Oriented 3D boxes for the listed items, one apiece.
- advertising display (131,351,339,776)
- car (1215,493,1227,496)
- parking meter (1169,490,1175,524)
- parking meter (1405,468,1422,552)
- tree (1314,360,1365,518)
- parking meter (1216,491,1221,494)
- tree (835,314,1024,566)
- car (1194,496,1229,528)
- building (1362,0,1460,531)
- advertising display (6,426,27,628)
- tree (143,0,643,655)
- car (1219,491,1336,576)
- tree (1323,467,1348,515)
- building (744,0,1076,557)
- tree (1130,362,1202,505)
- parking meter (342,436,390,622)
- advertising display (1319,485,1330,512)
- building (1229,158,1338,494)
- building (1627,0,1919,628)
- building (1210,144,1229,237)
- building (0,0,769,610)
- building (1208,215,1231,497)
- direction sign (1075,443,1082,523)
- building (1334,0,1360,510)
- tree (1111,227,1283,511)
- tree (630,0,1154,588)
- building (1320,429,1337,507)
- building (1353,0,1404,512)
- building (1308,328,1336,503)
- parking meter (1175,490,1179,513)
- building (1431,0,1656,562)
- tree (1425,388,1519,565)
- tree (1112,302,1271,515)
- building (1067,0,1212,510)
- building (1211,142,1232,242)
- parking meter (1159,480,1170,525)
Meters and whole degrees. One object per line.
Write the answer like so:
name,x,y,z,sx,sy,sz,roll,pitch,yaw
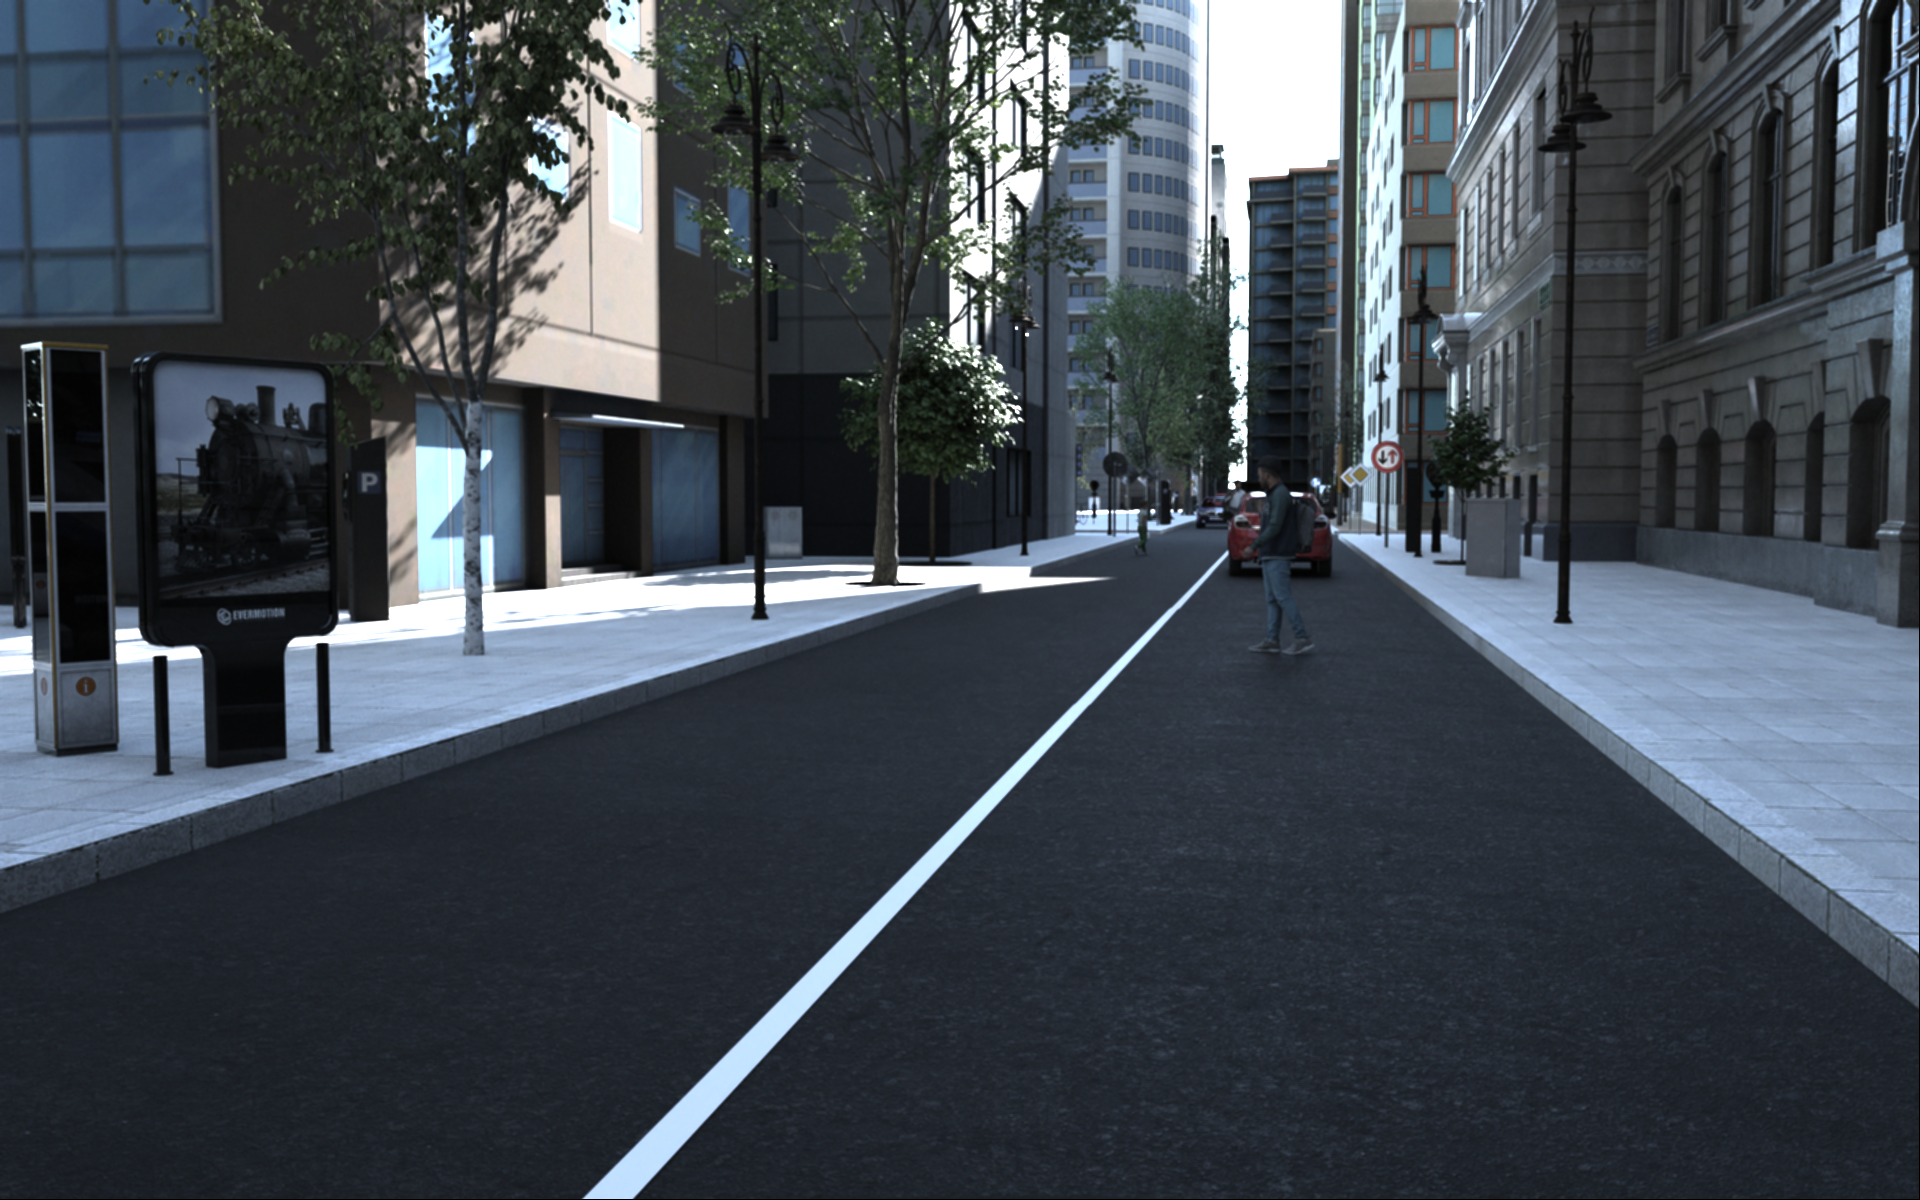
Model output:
advertising display,-3.406,-0.183,8.212,0.123,1.923,0.974,2,4,34
car,13.865,-4.930,89.641,2.155,1.783,4.494,1,4,11
parking meter,8.817,-4.005,73.893,0.372,1.533,0.369,0,3,0
parking meter,10.061,-1.999,38.389,0.255,1.863,0.399,2,4,31
tree,21.400,-8.797,94.199,4.360,8.622,3.978,0,3,0
parking meter,19.915,-7.658,133.625,0.372,1.533,0.369,0,3,0
tree,-0.424,-2.914,31.366,4.285,4.588,4.351,0,3,0
car,10.944,-3.721,73.419,1.945,1.354,3.894,1,4,11
building,32.150,-13.841,71.341,28.899,21.520,27.650,1,4,11
advertising display,-9.196,-0.714,16.893,0.123,1.923,0.974,-2,4,-28
tree,-4.074,-3.875,13.722,4.737,8.622,4.395,0,3,0
car,5.828,-1.389,31.749,2.155,1.783,4.494,1,4,9
tree,23.502,-6.866,106.861,1.663,3.219,1.824,0,3,0
building,-8.328,-37.100,44.831,20.611,71.187,20.563,1,4,11
tree,11.429,-8.835,94.816,4.737,8.622,4.395,0,3,0
parking meter,-5.988,-0.718,17.454,0.399,1.863,0.255,-2,4,-31
advertising display,25.843,-7.172,122.471,0.974,1.923,0.123,3,5,45
building,50.575,-35.085,228.263,28.867,44.769,22.147,1,4,11
building,14.481,-11.907,13.758,14.460,24.649,34.723,1,4,11
building,24.579,-31.884,204.900,14.086,41.232,14.154,1,4,11
building,-11.668,-22.960,25.507,14.600,45.320,14.200,1,4,11
building,22.046,-25.475,188.212,14.160,30.474,14.107,1,4,11
direction sign,5.200,-5.246,77.777,0.379,3.537,0.876,-2,4,-30
building,37.909,-30.005,140.687,14.600,45.320,14.200,1,4,11
tree,16.963,-16.505,125.751,12.611,20.169,13.585,0,3,0
tree,-0.910,-6.003,23.901,9.928,11.665,9.643,0,3,0
building,45.696,-51.900,161.232,22.319,86.520,31.000,1,4,11
building,36.107,-27.097,126.622,14.154,41.232,14.086,1,4,11
building,53.192,-21.280,192.969,27.650,21.520,28.899,1,4,11
parking meter,14.814,-6.759,118.916,0.372,1.533,0.369,0,3,0
building,19.037,-15.579,40.627,13.634,28.700,20.117,1,4,11
tree,9.331,-2.264,31.626,1.663,3.219,1.824,0,3,0
tree,13.720,-11.418,103.698,9.611,12.733,9.660,0,3,0
building,10.853,-37.325,152.265,21.231,58.520,28.212,1,4,11
building,21.152,-37.601,234.376,30.456,49.044,23.786,1,4,11
parking meter,8.539,-4.074,72.314,0.399,1.863,0.255,-1,4,-17
